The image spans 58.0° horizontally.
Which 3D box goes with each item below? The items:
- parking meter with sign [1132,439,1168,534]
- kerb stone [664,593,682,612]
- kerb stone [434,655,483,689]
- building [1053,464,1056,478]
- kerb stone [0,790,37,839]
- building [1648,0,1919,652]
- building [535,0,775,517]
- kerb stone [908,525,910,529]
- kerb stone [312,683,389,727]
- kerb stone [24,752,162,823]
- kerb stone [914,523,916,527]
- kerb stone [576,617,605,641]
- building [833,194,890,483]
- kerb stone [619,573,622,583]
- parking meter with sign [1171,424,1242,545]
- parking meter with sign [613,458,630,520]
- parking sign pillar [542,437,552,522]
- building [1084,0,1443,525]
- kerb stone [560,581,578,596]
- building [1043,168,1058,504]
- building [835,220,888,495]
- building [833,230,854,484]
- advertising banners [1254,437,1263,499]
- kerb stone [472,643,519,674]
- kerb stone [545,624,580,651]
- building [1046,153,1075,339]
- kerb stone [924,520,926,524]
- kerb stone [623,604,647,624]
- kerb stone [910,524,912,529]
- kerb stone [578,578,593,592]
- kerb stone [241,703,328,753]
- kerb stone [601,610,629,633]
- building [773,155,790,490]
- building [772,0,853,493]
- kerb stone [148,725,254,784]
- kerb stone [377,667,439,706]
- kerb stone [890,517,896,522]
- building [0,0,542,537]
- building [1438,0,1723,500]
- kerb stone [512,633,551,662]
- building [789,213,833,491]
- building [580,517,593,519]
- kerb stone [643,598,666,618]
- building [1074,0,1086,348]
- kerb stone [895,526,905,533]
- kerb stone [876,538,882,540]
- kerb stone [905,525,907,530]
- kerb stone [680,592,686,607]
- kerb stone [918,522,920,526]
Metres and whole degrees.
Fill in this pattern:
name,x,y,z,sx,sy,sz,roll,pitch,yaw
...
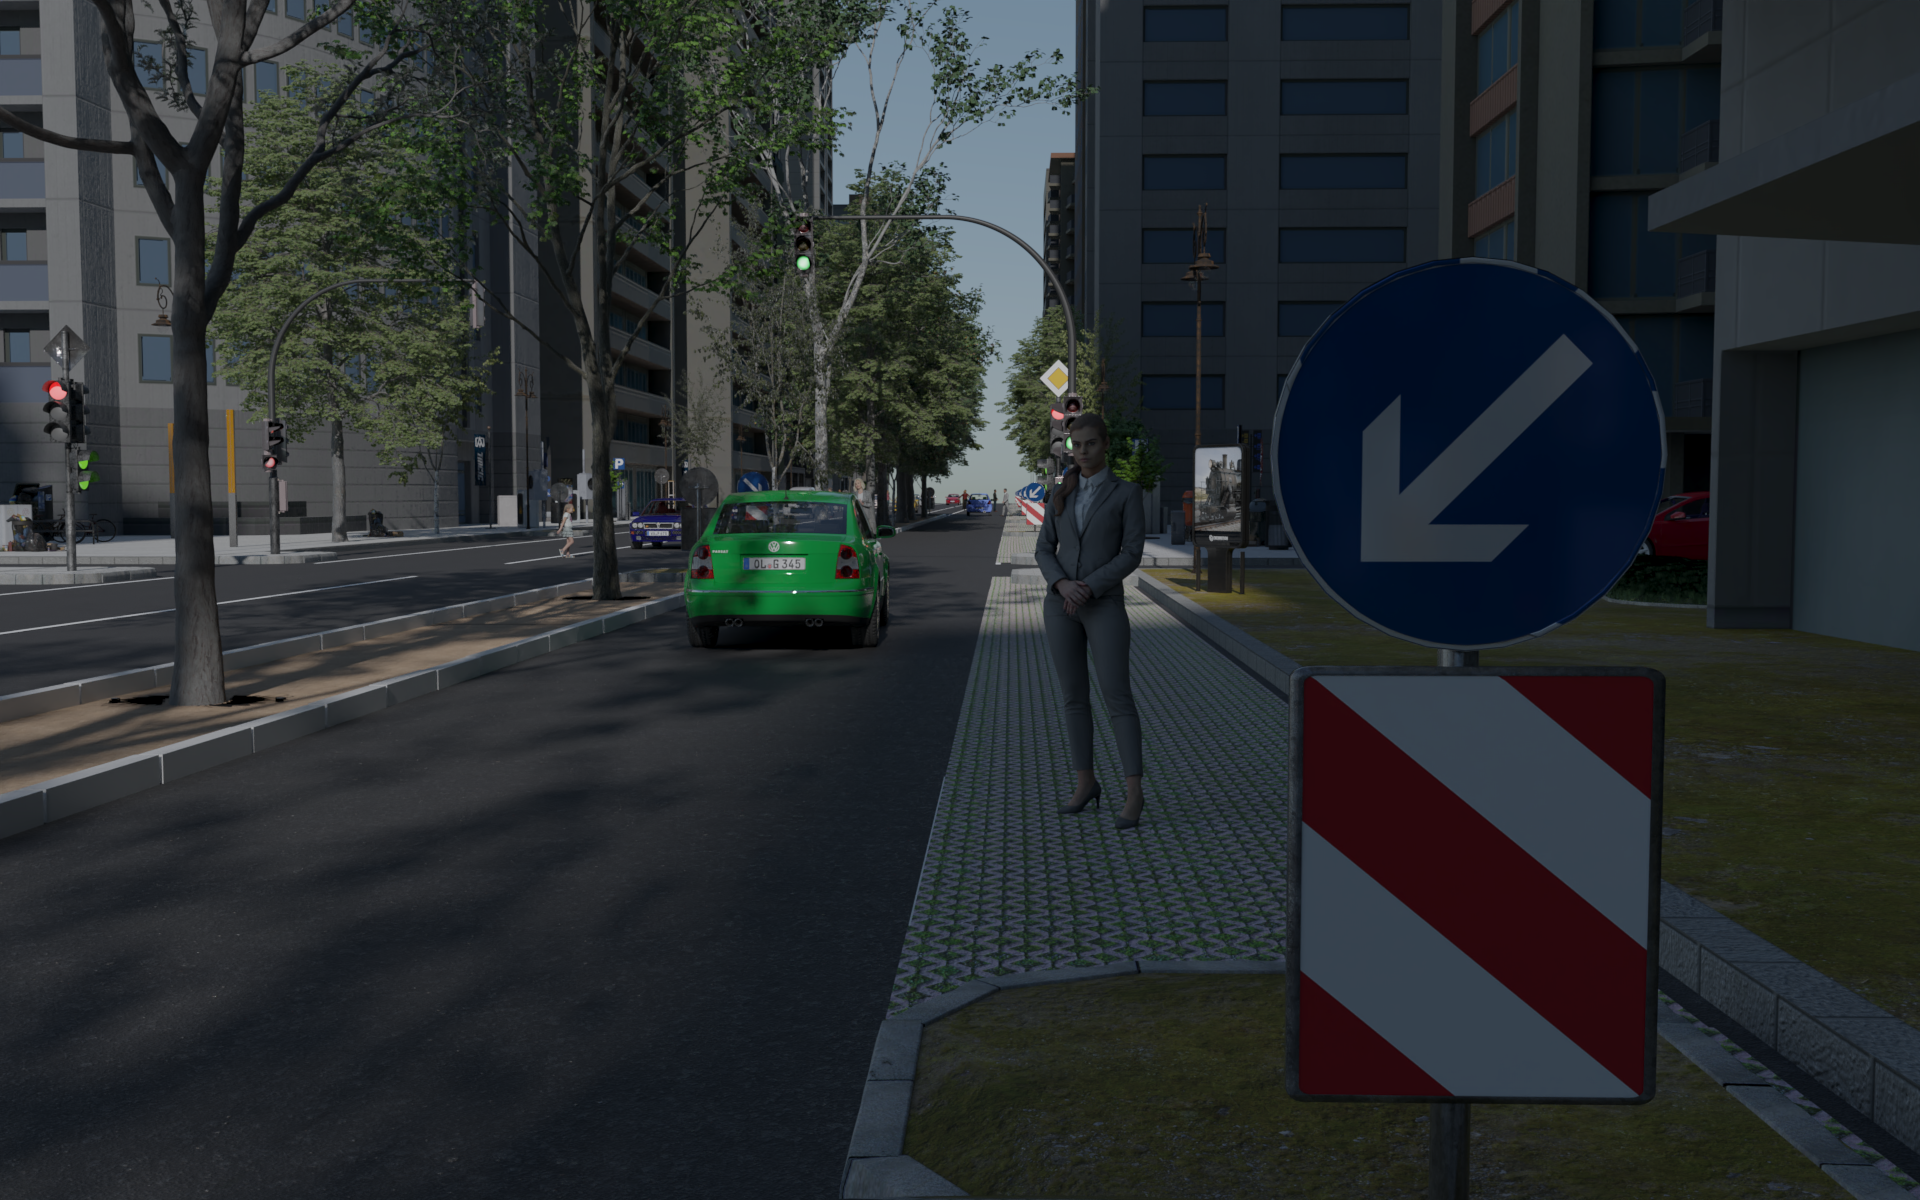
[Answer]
name,x,y,z,sx,sy,sz,roll,pitch,yaw
parking meter with sign,6.122,-3.619,55.424,0.543,3.016,1.738,2,4,30
kerb stone,-3.618,0.050,21.373,0.120,0.150,1.000,0,4,2
kerb stone,-3.862,0.558,13.168,0.120,0.150,1.000,0,4,2
building,20.752,-52.363,168.804,22.319,86.520,31.000,0,4,2
kerb stone,-4.050,0.930,7.013,0.120,0.150,1.000,0,4,2
building,17.881,-25.276,2.498,28.713,52.752,27.495,0,4,2
building,-25.283,-30.519,122.687,21.300,48.544,21.600,0,4,2
kerb stone,-2.191,-2.865,69.040,0.120,0.150,1.000,0,4,2
kerb stone,-3.924,0.681,11.120,0.120,0.150,1.000,0,4,2
kerb stone,-4.020,0.868,8.037,0.120,0.150,1.000,0,4,2
kerb stone,-2.063,-3.115,73.128,0.120,0.150,1.000,0,4,2
kerb stone,-3.746,0.301,17.268,0.120,0.150,1.000,0,4,2
building,-18.059,-37.432,262.121,14.600,45.320,14.200,0,4,2
kerb stone,-5.526,-0.330,27.595,0.120,0.150,1.000,0,4,2
parking meter with sign,6.199,-2.898,43.635,1.738,3.016,0.543,0,4,5
parking meter with sign,-16.528,-5.420,84.878,0.543,3.016,1.738,0,3,0
parking sign pillar,-19.343,-5.654,80.912,1.447,3.967,1.447,-1,4,-16
building,16.649,-33.153,84.048,21.231,58.520,28.212,0,4,2
kerb stone,-5.621,-0.141,24.510,0.120,0.150,1.000,0,4,2
building,22.559,-37.955,244.262,21.300,48.544,21.600,0,4,2
building,-17.797,-34.527,248.115,14.154,41.232,14.086,0,4,2
building,-28.365,-32.858,229.112,32.217,40.220,23.993,0,4,2
advertising banners,9.412,-3.573,54.607,0.090,3.025,2.074,0,4,4
kerb stone,-3.835,0.491,14.194,0.120,0.150,1.000,0,4,2
kerb stone,-3.774,0.364,16.241,0.120,0.150,1.000,0,4,2
building,22.086,-34.487,218.494,22.147,44.769,28.867,0,4,2
kerb stone,-1.816,-3.618,81.344,0.120,0.150,1.000,0,4,2
kerb stone,-3.682,0.176,19.326,0.120,0.150,1.000,0,4,2
kerb stone,-2.150,-2.924,70.061,0.120,0.150,1.000,0,4,2
kerb stone,-5.603,-0.197,25.532,0.120,0.150,1.000,0,4,2
kerb stone,-3.954,0.748,10.086,0.120,0.150,1.000,0,4,2
kerb stone,-3.700,0.238,18.299,0.120,0.150,1.000,0,4,2
building,-22.152,-22.598,141.173,14.160,30.474,14.107,0,4,2
building,-23.528,-46.942,205.752,20.563,71.187,20.611,0,4,2
kerb stone,-3.985,0.808,9.062,0.120,0.150,1.000,0,4,2
kerb stone,-3.897,0.615,12.146,0.120,0.150,1.000,0,4,2
kerb stone,-3.550,-4.366,93.722,0.120,0.150,1.000,0,4,2
building,-30.099,-31.932,64.086,21.231,58.520,28.212,0,4,2
building,27.199,-24.049,47.821,28.867,44.769,22.147,0,4,2
kerb stone,-3.806,0.429,15.217,0.120,0.150,1.000,0,4,2
building,-20.782,-24.769,176.679,14.160,30.474,14.107,0,4,2
building,-28.794,-28.961,97.211,21.300,48.544,21.600,0,4,2
kerb stone,-3.648,0.113,20.347,0.120,0.150,1.000,0,4,2
building,15.552,-29.138,126.509,14.600,45.320,14.200,0,4,2
kerb stone,-2.274,-2.675,65.961,0.120,0.150,1.000,0,4,2
kerb stone,-2.557,-2.111,56.711,0.120,0.150,1.000,0,4,2
kerb stone,-2.245,-2.736,66.983,0.120,0.150,1.000,0,4,2
kerb stone,-3.585,-0.012,22.400,0.120,0.150,1.000,0,4,2
kerb stone,-1.970,-3.303,76.199,0.120,0.150,1.000,0,4,2
